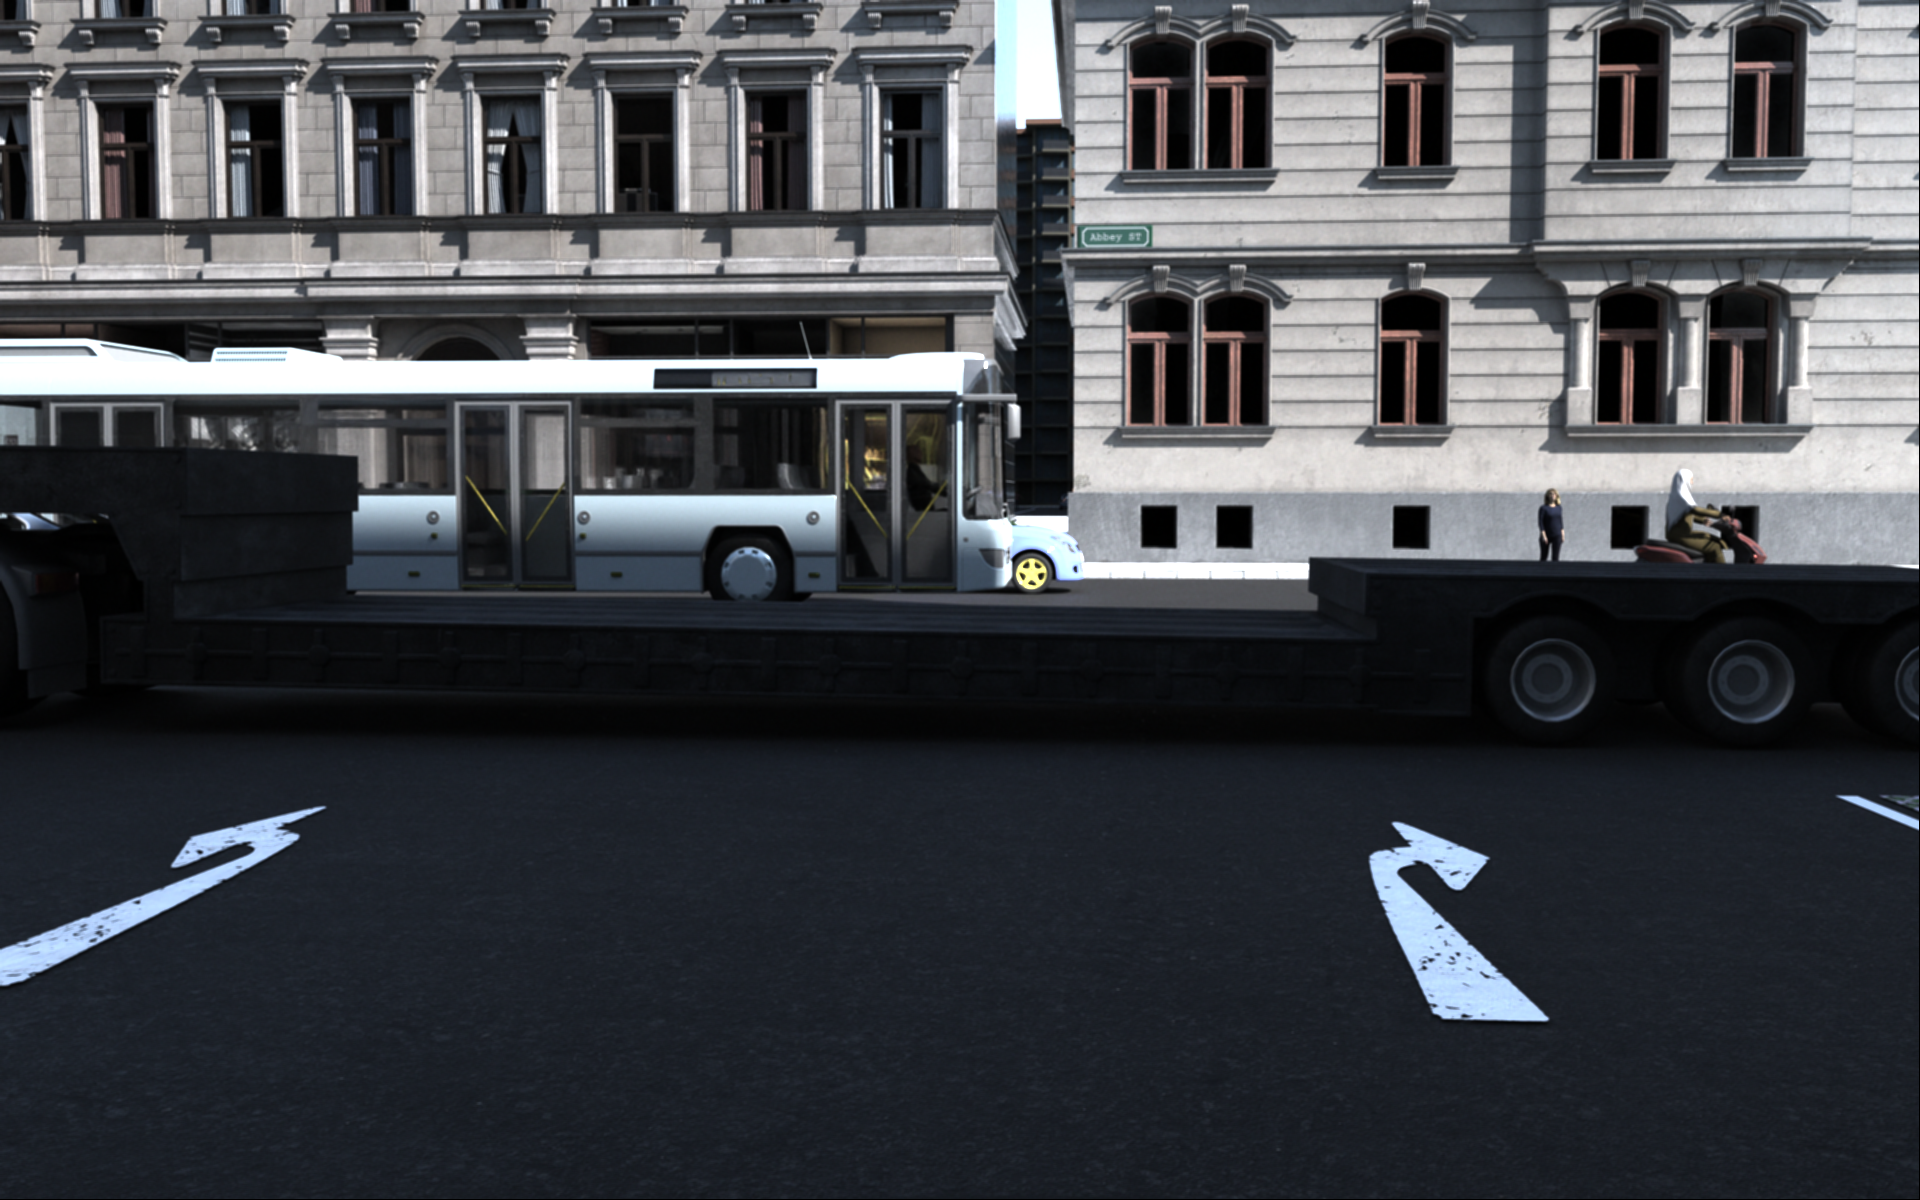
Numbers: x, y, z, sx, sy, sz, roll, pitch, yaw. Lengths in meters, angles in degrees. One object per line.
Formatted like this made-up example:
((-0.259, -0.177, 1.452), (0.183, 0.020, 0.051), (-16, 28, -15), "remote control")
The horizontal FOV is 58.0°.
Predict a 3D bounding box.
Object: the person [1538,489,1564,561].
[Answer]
((9.102, -0.964, 26.798), (0.480, 1.512, 0.613), (-1, 4, -20), "person")

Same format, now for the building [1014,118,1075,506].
((15.444, -33.422, 201.066), (28.867, 44.769, 22.147), (0, 4, 4), "building")

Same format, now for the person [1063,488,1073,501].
((7.189, -6.209, 110.011), (1.348, 1.826, 0.705), (1, 4, 18), "person")

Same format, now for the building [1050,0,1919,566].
((13.571, -15.244, 36.633), (23.554, 28.519, 14.401), (0, 4, 4), "building")

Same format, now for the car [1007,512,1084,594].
((-0.006, -0.981, 25.626), (3.694, 1.707, 1.945), (0, 4, 4), "car")

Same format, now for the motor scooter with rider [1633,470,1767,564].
((9.229, -0.764, 21.450), (1.986, 1.779, 0.876), (0, 4, 5), "motor scooter with rider")

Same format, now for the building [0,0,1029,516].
((-18.722, -11.444, 38.017), (40.483, 20.767, 10.553), (0, 4, 4), "building")

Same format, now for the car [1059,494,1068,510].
((9.901, -8.870, 157.023), (2.014, 1.417, 4.499), (0, 4, 5), "car")

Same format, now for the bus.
((-5.145, -1.606, 21.124), (13.247, 3.499, 2.948), (0, 4, 4), "bus")

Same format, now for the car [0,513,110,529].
((-10.422, -0.356, 17.830), (4.499, 1.417, 2.014), (0, 4, 3), "car")

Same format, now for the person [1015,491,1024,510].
((5.127, -8.935, 155.300), (1.217, 1.743, 0.721), (-1, 4, -19), "person")

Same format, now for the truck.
((-3.027, -1.313, 11.231), (18.799, 4.110, 2.967), (0, 4, 4), "truck")
